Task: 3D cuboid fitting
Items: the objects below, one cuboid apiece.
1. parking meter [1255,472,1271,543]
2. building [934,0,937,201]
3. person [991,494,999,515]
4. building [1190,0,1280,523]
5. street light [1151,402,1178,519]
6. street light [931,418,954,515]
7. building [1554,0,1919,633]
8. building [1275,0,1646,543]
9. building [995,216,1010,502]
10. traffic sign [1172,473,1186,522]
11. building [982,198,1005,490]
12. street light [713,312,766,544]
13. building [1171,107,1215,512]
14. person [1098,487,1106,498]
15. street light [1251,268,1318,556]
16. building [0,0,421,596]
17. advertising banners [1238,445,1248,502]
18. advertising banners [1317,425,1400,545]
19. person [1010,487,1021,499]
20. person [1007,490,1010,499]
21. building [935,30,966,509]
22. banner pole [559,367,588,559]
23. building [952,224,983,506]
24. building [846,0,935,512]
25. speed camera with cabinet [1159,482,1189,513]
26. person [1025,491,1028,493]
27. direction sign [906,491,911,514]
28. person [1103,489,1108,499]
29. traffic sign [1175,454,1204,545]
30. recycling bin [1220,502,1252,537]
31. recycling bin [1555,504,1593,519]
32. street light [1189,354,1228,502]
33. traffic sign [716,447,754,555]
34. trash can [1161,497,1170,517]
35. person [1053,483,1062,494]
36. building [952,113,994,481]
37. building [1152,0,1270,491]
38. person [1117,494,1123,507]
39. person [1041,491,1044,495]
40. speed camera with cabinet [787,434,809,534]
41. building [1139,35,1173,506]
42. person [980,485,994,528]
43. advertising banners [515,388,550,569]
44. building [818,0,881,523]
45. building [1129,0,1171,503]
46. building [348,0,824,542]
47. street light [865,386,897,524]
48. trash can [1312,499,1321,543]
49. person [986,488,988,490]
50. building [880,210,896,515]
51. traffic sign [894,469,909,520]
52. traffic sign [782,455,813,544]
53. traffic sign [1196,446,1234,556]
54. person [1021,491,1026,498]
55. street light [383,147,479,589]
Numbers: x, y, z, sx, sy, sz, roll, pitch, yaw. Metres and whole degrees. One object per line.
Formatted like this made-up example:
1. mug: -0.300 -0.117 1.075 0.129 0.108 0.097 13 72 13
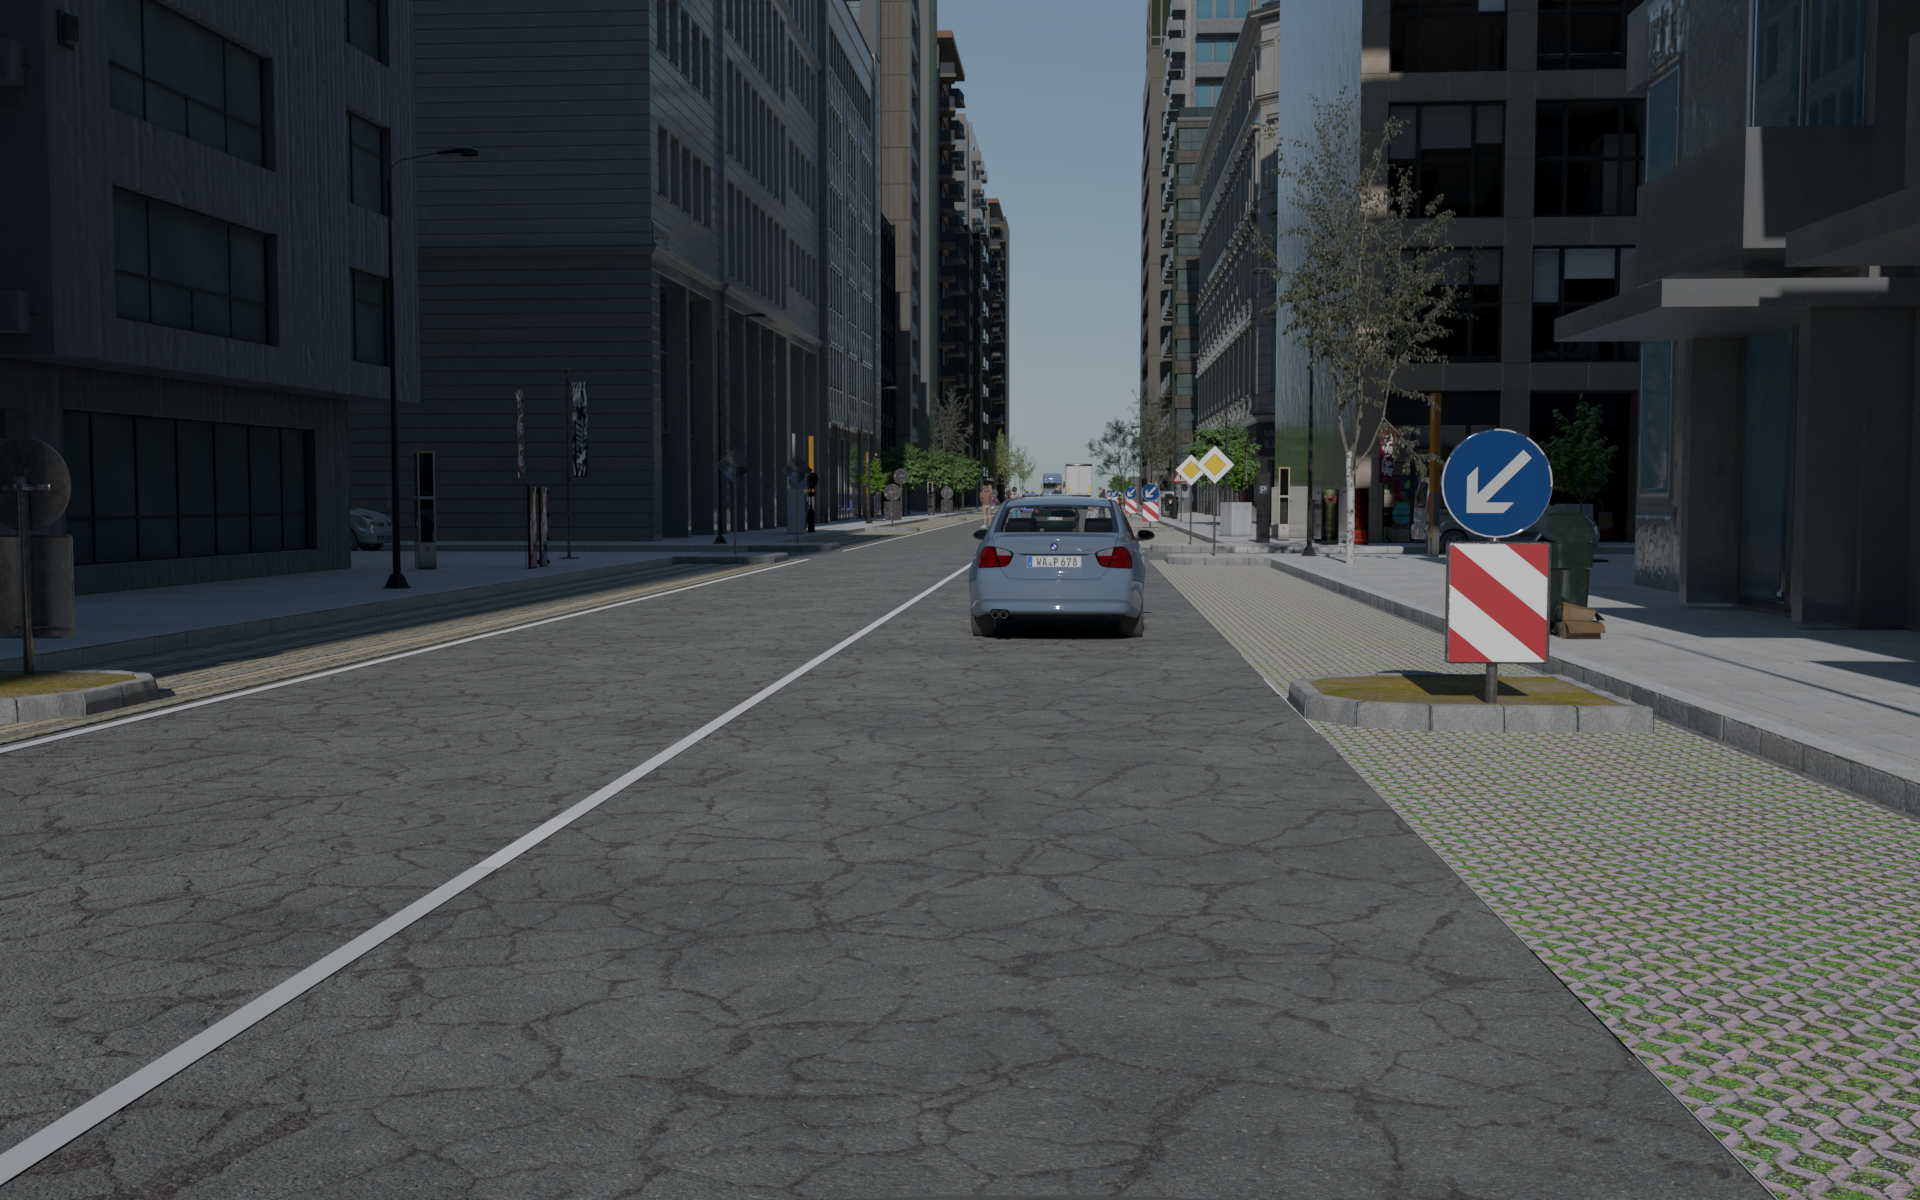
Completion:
1. parking meter: 7.929 -2.427 45.395 0.399 1.863 0.255 1 4 10
2. building: -9.323 -30.037 141.208 14.600 45.320 14.200 0 4 4
3. person: 2.289 -6.682 120.970 0.991 1.433 0.599 1 4 22
4. building: 22.534 -19.512 95.432 17.030 29.872 44.131 0 4 4
5. street light: 10.371 -7.055 87.890 1.470 5.913 1.316 0 4 4
6. street light: -1.169 -8.145 105.713 1.470 5.913 1.316 0 4 4
7. building: 18.080 -23.845 9.479 23.786 49.044 30.456 0 4 4
8. building: 27.943 -15.183 52.752 34.151 26.468 19.350 0 4 4
9. building: 0.546 -37.985 271.163 14.600 45.320 14.200 0 4 4
10. traffic sign: 10.158 -4.862 79.498 0.884 2.594 0.081 1 4 10
11. building: -4.985 -36.416 250.026 22.147 44.769 28.867 0 4 4
12. street light: -5.649 -4.399 44.473 1.470 5.913 1.316 0 4 4
13. building: 23.199 -22.051 132.234 14.160 30.474 14.107 0 4 4
14. person: 8.542 -5.934 105.294 0.755 1.850 0.659 -1 4 -11
15. street light: 6.686 -3.863 35.700 1.470 5.913 1.316 0 4 4
16. building: -16.709 -15.572 26.298 14.107 30.474 14.160 0 4 4
17. advertising banners: 9.995 -3.973 61.144 0.090 3.025 2.074 1 4 17
18. advertising banners: 10.035 -2.900 43.601 2.074 3.025 0.090 0 4 -4
19. person: 2.176 -3.542 67.254 0.563 1.720 0.643 -2 4 -35
20. person: 3.661 -7.162 126.308 0.721 1.735 1.217 0 4 -7
21. building: -11.009 -31.087 162.893 22.147 44.769 28.867 0 4 4
22. banner pole: -7.573 -2.695 34.080 0.863 3.779 0.401 3 5 40
23. building: -4.969 -25.242 184.401 14.160 30.474 14.107 0 4 4
24. building: -9.406 -27.109 126.819 14.154 41.232 14.086 0 4 4
25. speed camera with cabinet: 14.346 -7.450 116.141 2.038 3.252 0.660 -2 4 -25
26. person: 6.470 -9.880 170.828 0.721 1.735 1.217 -1 4 -20
27. direction sign: -3.257 -7.186 109.495 0.876 3.537 0.379 -1 4 -12
28. person: 10.650 -7.303 127.933 0.705 1.821 1.348 -1 4 -16
29. traffic sign: 5.838 -2.457 43.816 0.795 2.450 0.064 0 4 4
30. recycling bin: 8.380 -2.450 52.605 0.722 1.027 0.722 -2 4 -24
31. recycling bin: 15.504 -1.909 43.774 0.722 1.027 0.722 0 4 -2
32. street light: 8.287 -5.194 57.460 1.470 5.913 1.316 0 4 4
33. traffic sign: -4.749 -2.015 36.585 0.795 2.450 0.064 0 4 4
34. trash can: 11.555 -5.217 96.957 0.748 1.137 0.748 0 3 0
35. person: 4.174 -3.950 72.449 0.474 1.900 0.648 -3 4 -37
36. building: -7.963 -36.747 220.426 23.786 49.044 30.456 0 4 4
37. building: 29.426 -32.655 153.520 23.786 49.044 30.456 0 4 4
38. person: 11.724 -7.072 127.381 0.557 1.426 1.065 3 5 43
39. person: 8.496 -10.308 177.590 0.434 1.755 0.990 2 4 29
40. speed camera with cabinet: -5.239 -3.773 56.029 0.660 3.252 2.038 0 4 -1
41. building: 29.955 -34.029 180.078 21.300 48.544 21.600 0 4 4
42. person: 1.176 -3.987 73.661 0.573 1.828 0.580 3 5 39
43. advertising banners: -7.346 -2.052 29.730 0.090 3.025 2.074 0 4 0
44. building: -11.082 -16.381 85.845 12.078 24.808 19.932 0 4 4
45. building: 34.101 -49.091 240.889 20.563 71.187 20.611 0 4 4
46. building: -12.560 -17.334 60.908 11.434 29.767 29.804 0 4 4
47. street light: -3.400 -6.260 74.891 1.470 5.913 1.316 0 4 4
48. trash can: 9.618 -2.095 45.904 0.748 1.137 0.748 0 3 0
49. person: 1.877 -6.583 116.155 0.581 1.822 0.654 1 4 14
50. building: -10.841 -16.798 104.327 12.332 23.373 15.834 0 4 4
51. traffic sign: -2.942 -5.277 86.392 0.768 2.556 0.104 1 4 9
52. traffic sign: -4.179 -2.502 44.550 0.795 2.450 0.064 0 4 4
53. traffic sign: 5.268 -1.970 35.851 0.795 2.450 0.064 0 4 4
54. person: 6.553 -10.018 173.026 1.217 1.736 0.721 1 4 12
55. street light: -7.123 -3.108 23.351 1.470 5.913 1.316 0 4 4
